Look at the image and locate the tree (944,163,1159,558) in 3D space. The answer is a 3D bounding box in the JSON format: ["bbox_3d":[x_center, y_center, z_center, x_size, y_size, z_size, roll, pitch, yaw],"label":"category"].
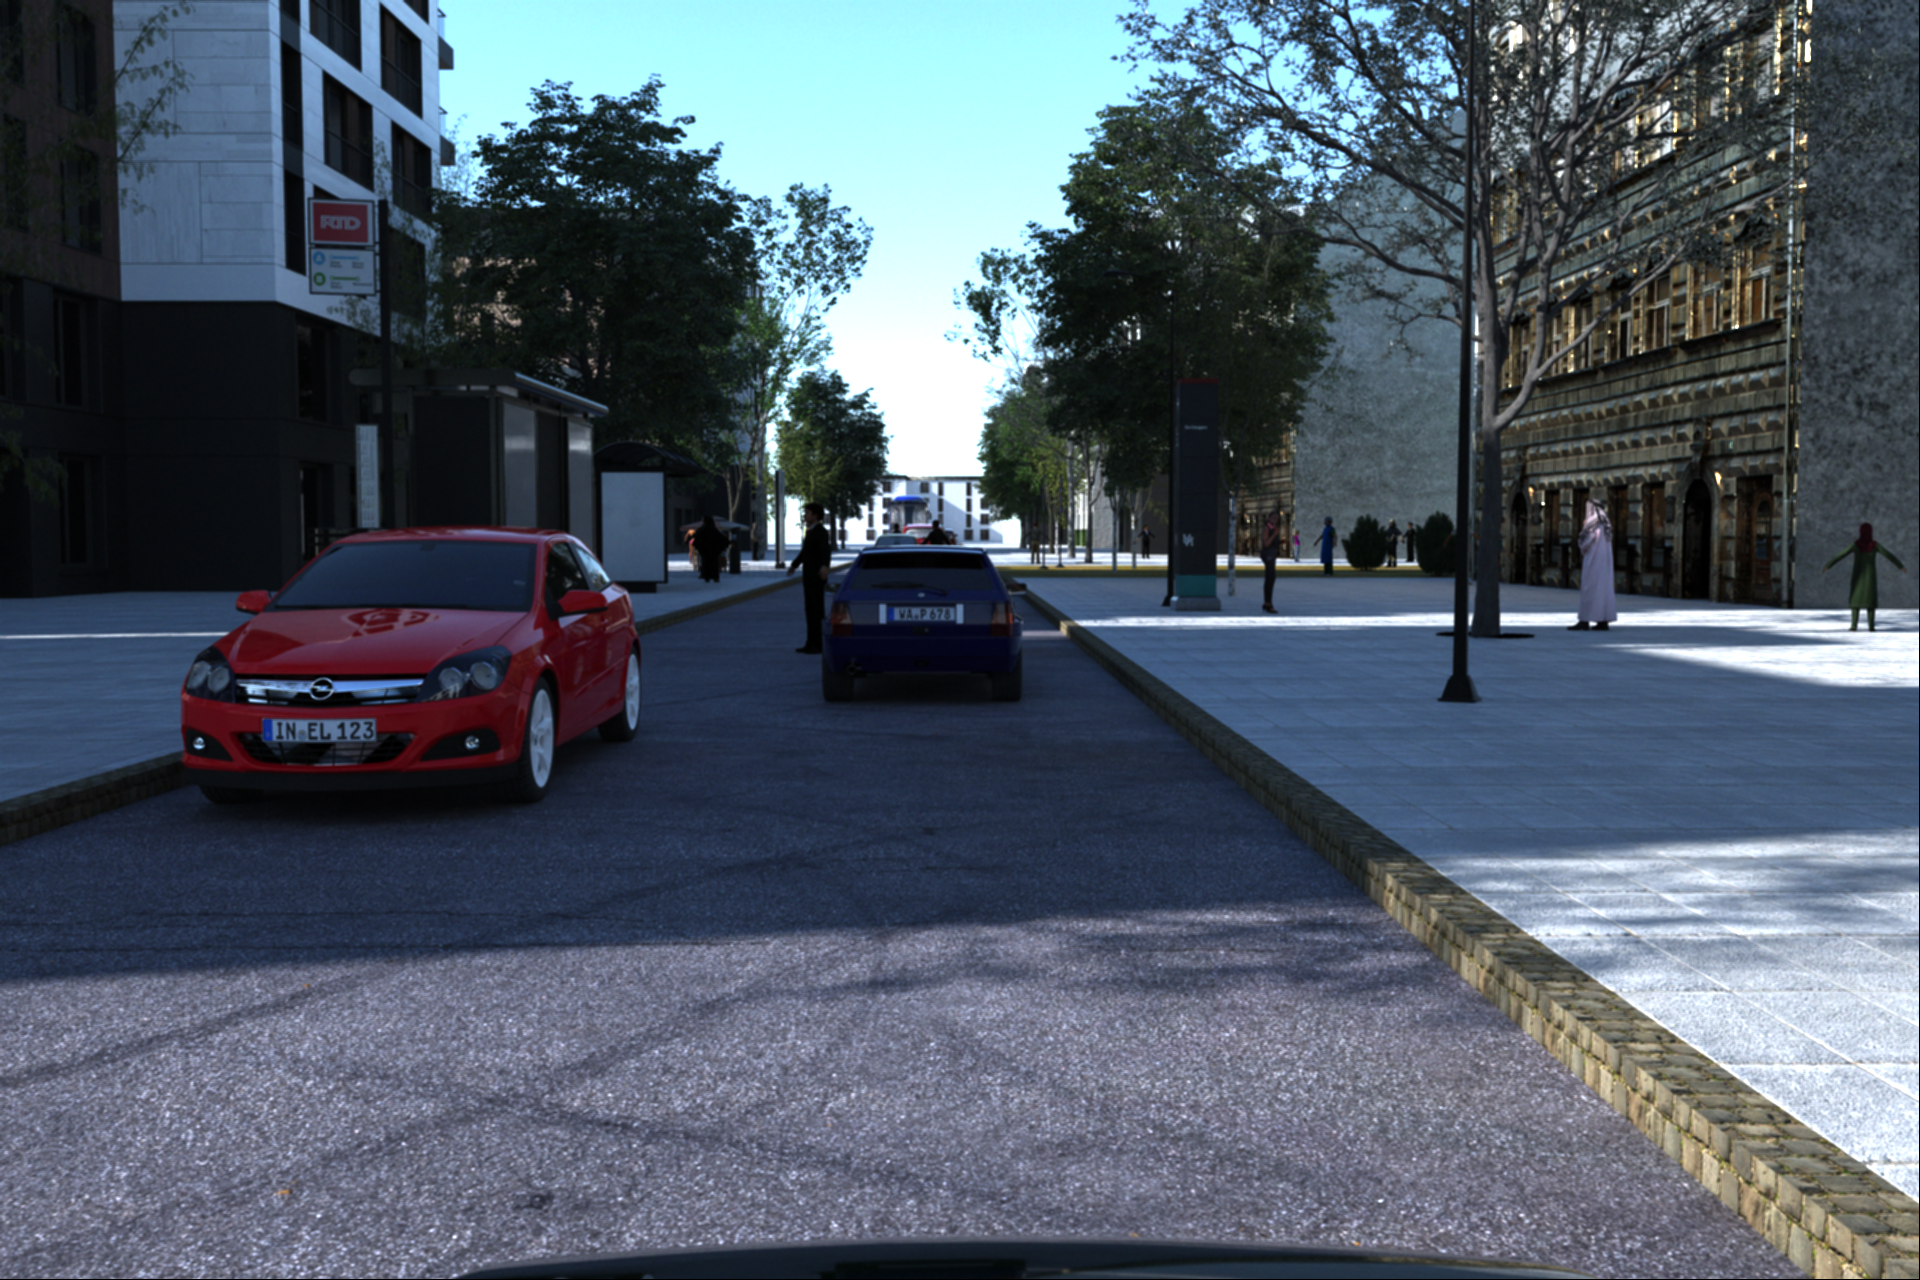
[{"bbox_3d":[5.523,-14.386,91.107,12.611,20.169,13.585,0,3,0],"label":"tree"}]

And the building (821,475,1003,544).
[{"bbox_3d":[-7.752,-18.437,246.040,28.070,9.664,9.099,0,4,-3],"label":"building"}]

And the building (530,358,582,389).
[{"bbox_3d":[-24.220,-9.238,93.181,9.099,9.664,28.070,0,4,0],"label":"building"}]

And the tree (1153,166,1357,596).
[{"bbox_3d":[5.447,-5.211,35.560,4.360,8.622,3.978,0,3,0],"label":"tree"}]

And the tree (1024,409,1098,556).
[{"bbox_3d":[6.027,-9.348,103.197,4.737,8.622,4.395,0,3,0],"label":"tree"}]

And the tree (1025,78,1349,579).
[{"bbox_3d":[6.311,-8.683,48.627,9.857,13.997,8.962,0,3,0],"label":"tree"}]

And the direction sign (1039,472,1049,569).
[{"bbox_3d":[3.066,-4.363,63.334,0.379,3.537,0.876,0,4,0],"label":"direction sign"}]

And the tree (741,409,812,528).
[{"bbox_3d":[-10.233,-9.076,98.763,4.737,8.622,4.395,0,3,0],"label":"tree"}]

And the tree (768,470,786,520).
[{"bbox_3d":[-28.114,-19.113,246.913,7.601,10.594,8.767,0,4,2],"label":"tree"}]

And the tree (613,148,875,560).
[{"bbox_3d":[-11.376,-14.128,86.874,12.611,20.169,13.585,0,3,0],"label":"tree"}]

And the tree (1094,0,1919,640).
[{"bbox_3d":[6.705,-6.776,21.163,12.009,13.543,11.850,0,3,0],"label":"tree"}]

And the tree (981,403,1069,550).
[{"bbox_3d":[5.446,-13.678,141.765,7.486,12.596,7.792,0,3,0],"label":"tree"}]

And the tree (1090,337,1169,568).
[{"bbox_3d":[6.468,-6.985,64.564,4.360,8.622,3.978,0,3,0],"label":"tree"}]

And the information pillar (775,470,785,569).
[{"bbox_3d":[-6.650,-4.446,64.008,0.184,3.620,1.656,0,4,2],"label":"information pillar"}]

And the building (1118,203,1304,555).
[{"bbox_3d":[25.032,-17.103,123.602,27.936,21.610,32.646,0,4,-1],"label":"building"}]

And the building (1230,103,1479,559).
[{"bbox_3d":[25.879,-16.209,95.945,19.493,23.208,18.063,0,4,-1],"label":"building"}]

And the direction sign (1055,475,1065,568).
[{"bbox_3d":[3.841,-4.549,66.377,0.379,3.537,0.876,0,4,-2],"label":"direction sign"}]

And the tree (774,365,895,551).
[{"bbox_3d":[-9.428,-13.609,129.157,9.857,13.997,8.962,0,3,0],"label":"tree"}]

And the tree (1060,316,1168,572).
[{"bbox_3d":[4.983,-6.596,58.200,4.360,8.622,3.978,0,3,0],"label":"tree"}]

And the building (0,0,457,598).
[{"bbox_3d":[-28.978,-11.724,35.659,27.936,21.610,32.646,0,3,0],"label":"building"}]

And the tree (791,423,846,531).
[{"bbox_3d":[-9.727,-10.105,115.583,4.737,8.622,4.395,0,3,0],"label":"tree"}]

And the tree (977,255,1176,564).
[{"bbox_3d":[5.767,-10.084,75.245,12.009,13.543,11.850,0,3,0],"label":"tree"}]

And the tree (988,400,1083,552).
[{"bbox_3d":[5.517,-11.953,121.193,9.928,11.665,9.643,0,3,0],"label":"tree"}]

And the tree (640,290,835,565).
[{"bbox_3d":[-9.329,-8.947,72.034,9.928,11.665,9.643,0,3,0],"label":"tree"}]

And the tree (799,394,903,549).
[{"bbox_3d":[-10.173,-14.577,148.708,12.009,13.543,11.850,0,3,0],"label":"tree"}]

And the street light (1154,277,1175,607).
[{"bbox_3d":[4.287,-3.552,30.619,1.470,5.913,1.316,0,4,-1],"label":"street light"}]

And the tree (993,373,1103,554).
[{"bbox_3d":[5.752,-11.357,111.438,9.928,11.665,9.643,0,3,0],"label":"tree"}]

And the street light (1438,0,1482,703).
[{"bbox_3d":[4.392,-2.484,13.157,1.470,5.913,1.316,0,4,0],"label":"street light"}]

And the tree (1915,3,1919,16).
[{"bbox_3d":[6.553,-4.964,6.921,9.928,11.665,9.643,0,3,0],"label":"tree"}]

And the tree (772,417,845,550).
[{"bbox_3d":[-9.394,-9.469,105.173,4.737,8.622,4.395,0,3,0],"label":"tree"}]

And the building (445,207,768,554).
[{"bbox_3d":[-29.332,-17.184,124.929,27.936,21.610,32.646,0,4,-1],"label":"building"}]

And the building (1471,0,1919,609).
[{"bbox_3d":[23.362,-12.661,37.941,19.493,23.208,18.063,0,4,0],"label":"building"}]

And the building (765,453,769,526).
[{"bbox_3d":[-24.617,-14.665,181.916,9.099,9.664,28.070,0,4,-1],"label":"building"}]

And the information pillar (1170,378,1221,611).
[{"bbox_3d":[3.967,-2.429,29.097,0.750,3.857,0.750,0,4,0],"label":"information pillar"}]

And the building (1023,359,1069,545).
[{"bbox_3d":[21.772,-22.927,218.823,27.936,21.610,32.646,0,3,0],"label":"building"}]

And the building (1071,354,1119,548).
[{"bbox_3d":[20.864,-19.089,178.560,16.747,18.905,31.486,0,4,0],"label":"building"}]

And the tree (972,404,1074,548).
[{"bbox_3d":[5.600,-15.145,154.267,9.857,13.997,8.962,0,3,0],"label":"tree"}]
